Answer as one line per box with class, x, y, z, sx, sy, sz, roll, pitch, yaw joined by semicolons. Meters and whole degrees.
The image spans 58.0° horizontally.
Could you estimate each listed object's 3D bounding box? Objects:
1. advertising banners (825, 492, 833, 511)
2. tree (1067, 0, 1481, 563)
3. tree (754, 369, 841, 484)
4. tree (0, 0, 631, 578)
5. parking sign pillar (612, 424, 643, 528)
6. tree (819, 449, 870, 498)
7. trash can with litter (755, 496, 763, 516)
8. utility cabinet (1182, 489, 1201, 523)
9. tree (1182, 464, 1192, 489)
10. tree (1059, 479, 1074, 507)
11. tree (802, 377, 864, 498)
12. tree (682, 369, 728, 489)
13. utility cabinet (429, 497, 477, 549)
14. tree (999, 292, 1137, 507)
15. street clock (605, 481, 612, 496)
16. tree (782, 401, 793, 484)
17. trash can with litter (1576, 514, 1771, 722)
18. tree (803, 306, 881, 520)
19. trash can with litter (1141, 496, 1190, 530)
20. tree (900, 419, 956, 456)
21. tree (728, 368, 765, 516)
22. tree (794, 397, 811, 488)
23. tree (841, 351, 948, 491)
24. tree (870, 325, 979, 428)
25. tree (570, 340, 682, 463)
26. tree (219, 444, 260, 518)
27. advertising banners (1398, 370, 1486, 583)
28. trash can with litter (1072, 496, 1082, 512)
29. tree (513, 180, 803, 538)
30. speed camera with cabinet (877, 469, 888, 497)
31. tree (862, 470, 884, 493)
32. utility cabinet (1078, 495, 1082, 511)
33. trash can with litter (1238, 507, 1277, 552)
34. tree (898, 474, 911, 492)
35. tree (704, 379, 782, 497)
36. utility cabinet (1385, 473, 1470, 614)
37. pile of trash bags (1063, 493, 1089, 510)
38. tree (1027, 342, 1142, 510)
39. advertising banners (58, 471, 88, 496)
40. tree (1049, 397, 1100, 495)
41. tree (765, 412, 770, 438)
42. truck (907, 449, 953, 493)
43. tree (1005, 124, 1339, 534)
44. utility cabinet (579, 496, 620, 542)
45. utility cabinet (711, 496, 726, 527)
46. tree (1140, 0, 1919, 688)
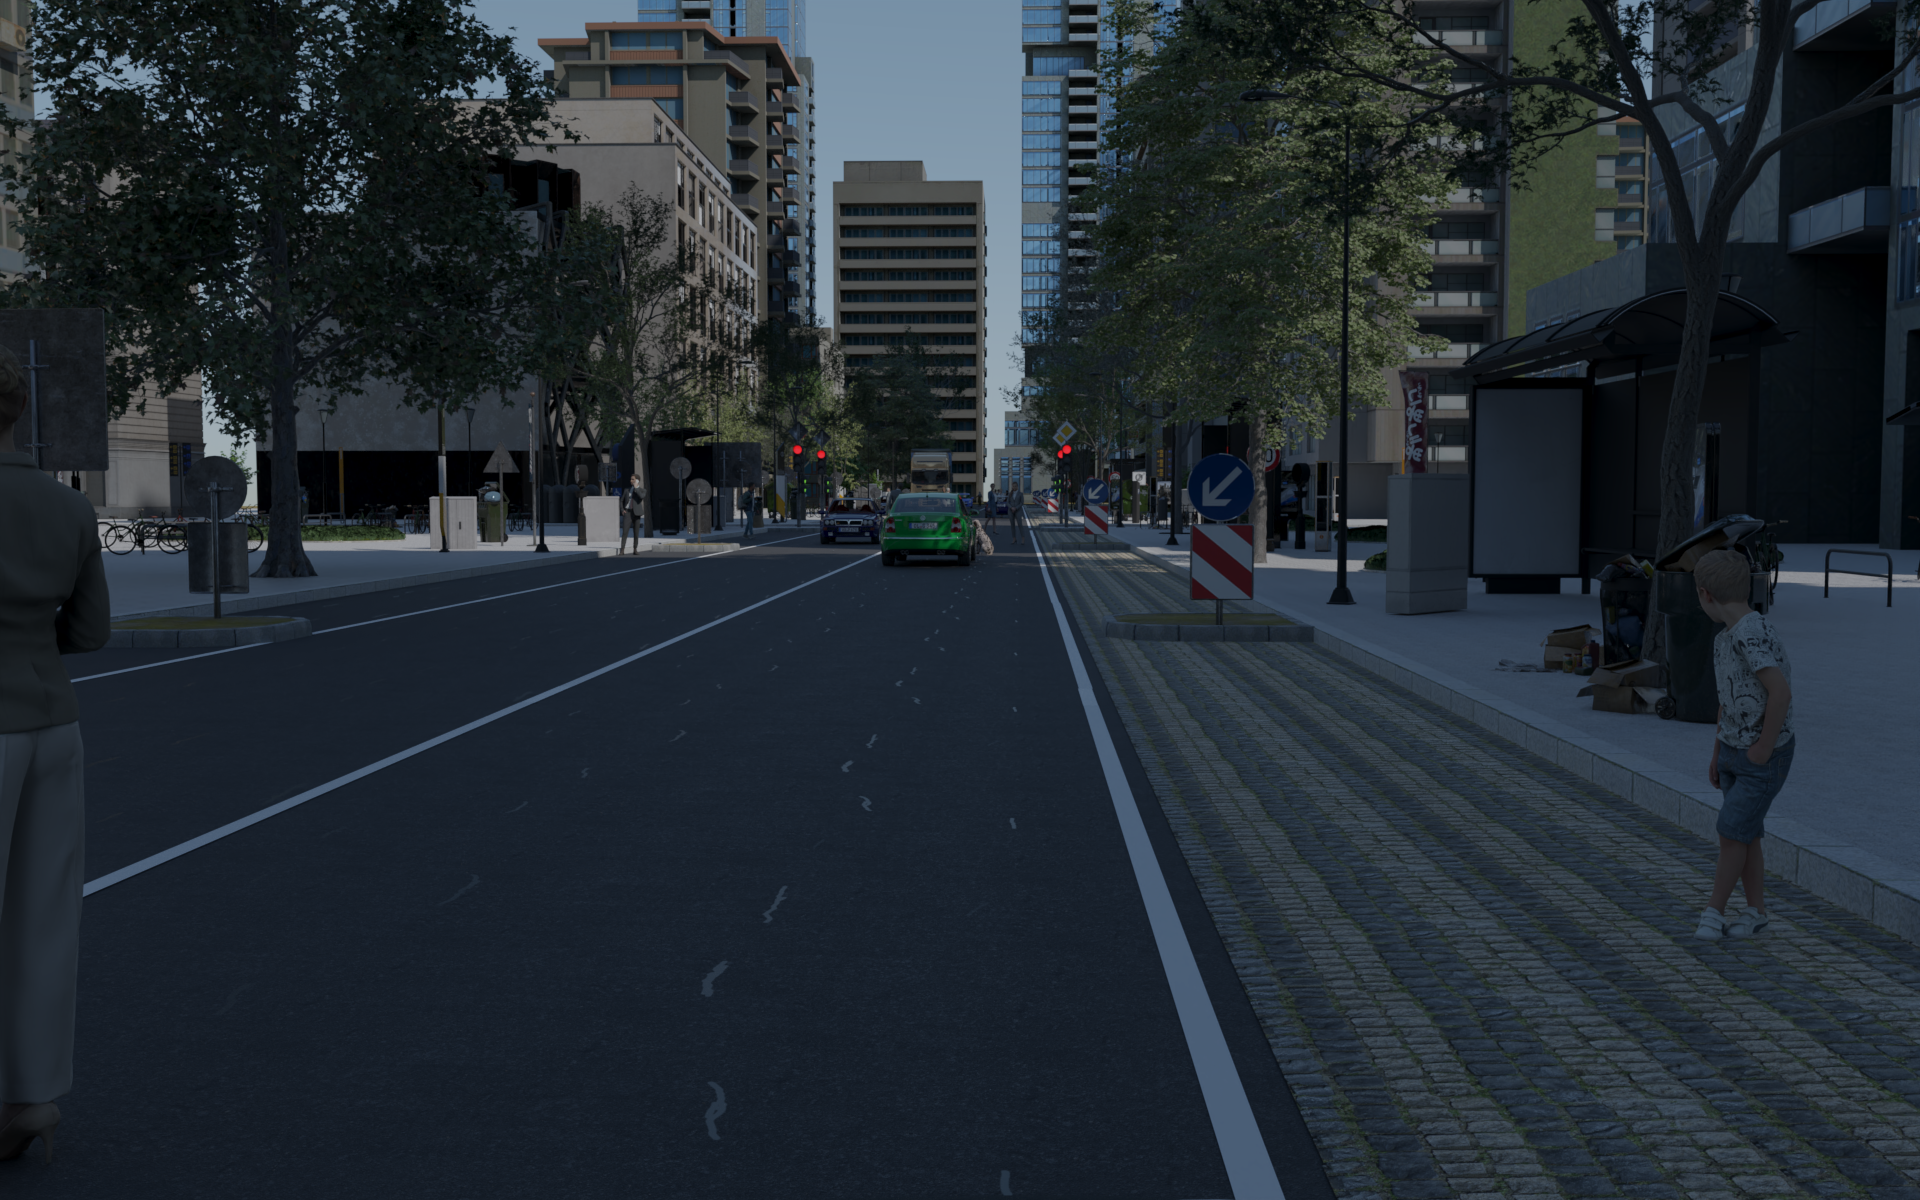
advertising banners;-9.327;-7.665;121.503;0.090;3.025;2.074;1;4;21
tree;5.671;-6.980;32.255;7.486;12.596;7.792;0;3;0
tree;-12.917;-13.007;138.426;9.928;11.665;9.643;0;3;0
tree;-10.466;-6.710;26.713;9.611;12.733;9.660;0;3;0
parking sign pillar;-12.751;-4.719;65.627;1.447;3.967;1.447;1;4;11
tree;-7.523;-7.876;112.493;4.285;4.588;4.351;0;3;0
trash can with litter;-10.362;-4.667;87.689;0.624;1.170;1.055;-2;4;-25
utility cabinet;10.022;-4.093;75.598;0.318;1.500;1.173;-2;4;-26
tree;14.516;-6.989;108.863;1.663;3.219;1.824;0;3;0
tree;10.926;-11.509;182.771;1.663;3.219;1.824;0;3;0
tree;-7.611;-9.577;106.945;4.737;8.622;4.395;0;3;0
tree;-15.159;-8.594;90.879;4.737;8.622;4.395;0;3;0
utility cabinet;-11.809;-1.787;40.371;1.020;1.237;0.306;0;4;-2
tree;9.988;-18.617;160.283;12.611;20.169;13.585;0;3;0
street clock;-15.805;-4.489;77.962;0.358;2.002;0.471;-2;4;-29
tree;-13.610;-10.010;114.032;4.360;8.622;3.978;0;3;0
trash can with litter;4.071;0.087;9.967;0.624;1.170;1.055;-3;4;-37
tree;-7.503;-9.203;84.882;8.767;10.594;7.601;2;4;24
trash can with litter;7.478;-3.154;62.625;1.678;1.210;2.233;-2;4;-30
tree;-4.064;-18.063;221.083;9.928;11.665;9.643;0;3;0
tree;-14.030;-8.895;95.791;4.737;8.622;4.395;0;3;0
tree;-12.634;-10.518;122.338;4.360;8.622;3.978;0;3;0
tree;-5.827;-14.993;151.783;9.857;13.997;8.962;0;3;0
tree;-4.176;-20.596;192.628;12.611;20.169;13.585;0;3;0
tree;-16.264;-8.068;82.267;4.737;8.622;4.395;0;3;0
tree;-27.474;-4.335;65.485;1.663;3.219;1.824;0;3;0
advertising banners;7.139;-1.755;24.887;2.074;3.025;0.090;-1;4;-22
trash can with litter;8.779;-6.849;123.036;1.678;1.210;2.233;0;4;-3
tree;-9.149;-7.126;50.920;8.767;10.594;7.601;0;4;-5
speed camera with cabinet;-6.157;-8.884;139.583;2.038;3.252;0.660;-3;4;-37
tree;-6.690;-8.641;135.874;1.663;3.219;1.824;0;3;0
utility cabinet;8.824;-6.947;124.746;0.306;1.237;1.020;2;4;27
trash can with litter;6.557;-1.658;38.496;0.624;1.170;1.055;3;5;43
tree;-5.252;-10.482;165.973;1.663;3.219;1.824;0;3;0
tree;-13.749;-9.535;106.267;4.360;8.622;3.978;0;3;0
utility cabinet;5.041;-0.612;18.691;1.173;1.500;0.318;-3;5;-44
pile of trash bags;9.972;-8.204;143.895;3.447;1.369;1.912;-1;4;-11
tree;8.207;-11.536;114.368;9.928;11.665;9.643;0;3;0
advertising banners;-38.905;-4.871;75.829;2.074;3.025;0.090;2;4;28
tree;8.993;-11.019;130.518;4.360;8.622;3.978;0;3;0
tree;-13.063;-9.197;100.741;4.737;8.622;4.395;0;3;0
truck;-1.796;-7.392;109.771;2.839;4.237;11.283;0;4;0
tree;7.067;-8.866;55.331;12.009;13.543;11.850;0;3;0
utility cabinet;-9.659;-2.155;46.388;1.020;1.237;0.306;-1;4;-22
utility cabinet;-9.641;-3.441;67.421;1.020;1.237;0.306;0;4;-2
tree;4.666;-4.677;10.882;8.767;10.594;7.601;0;4;-4
